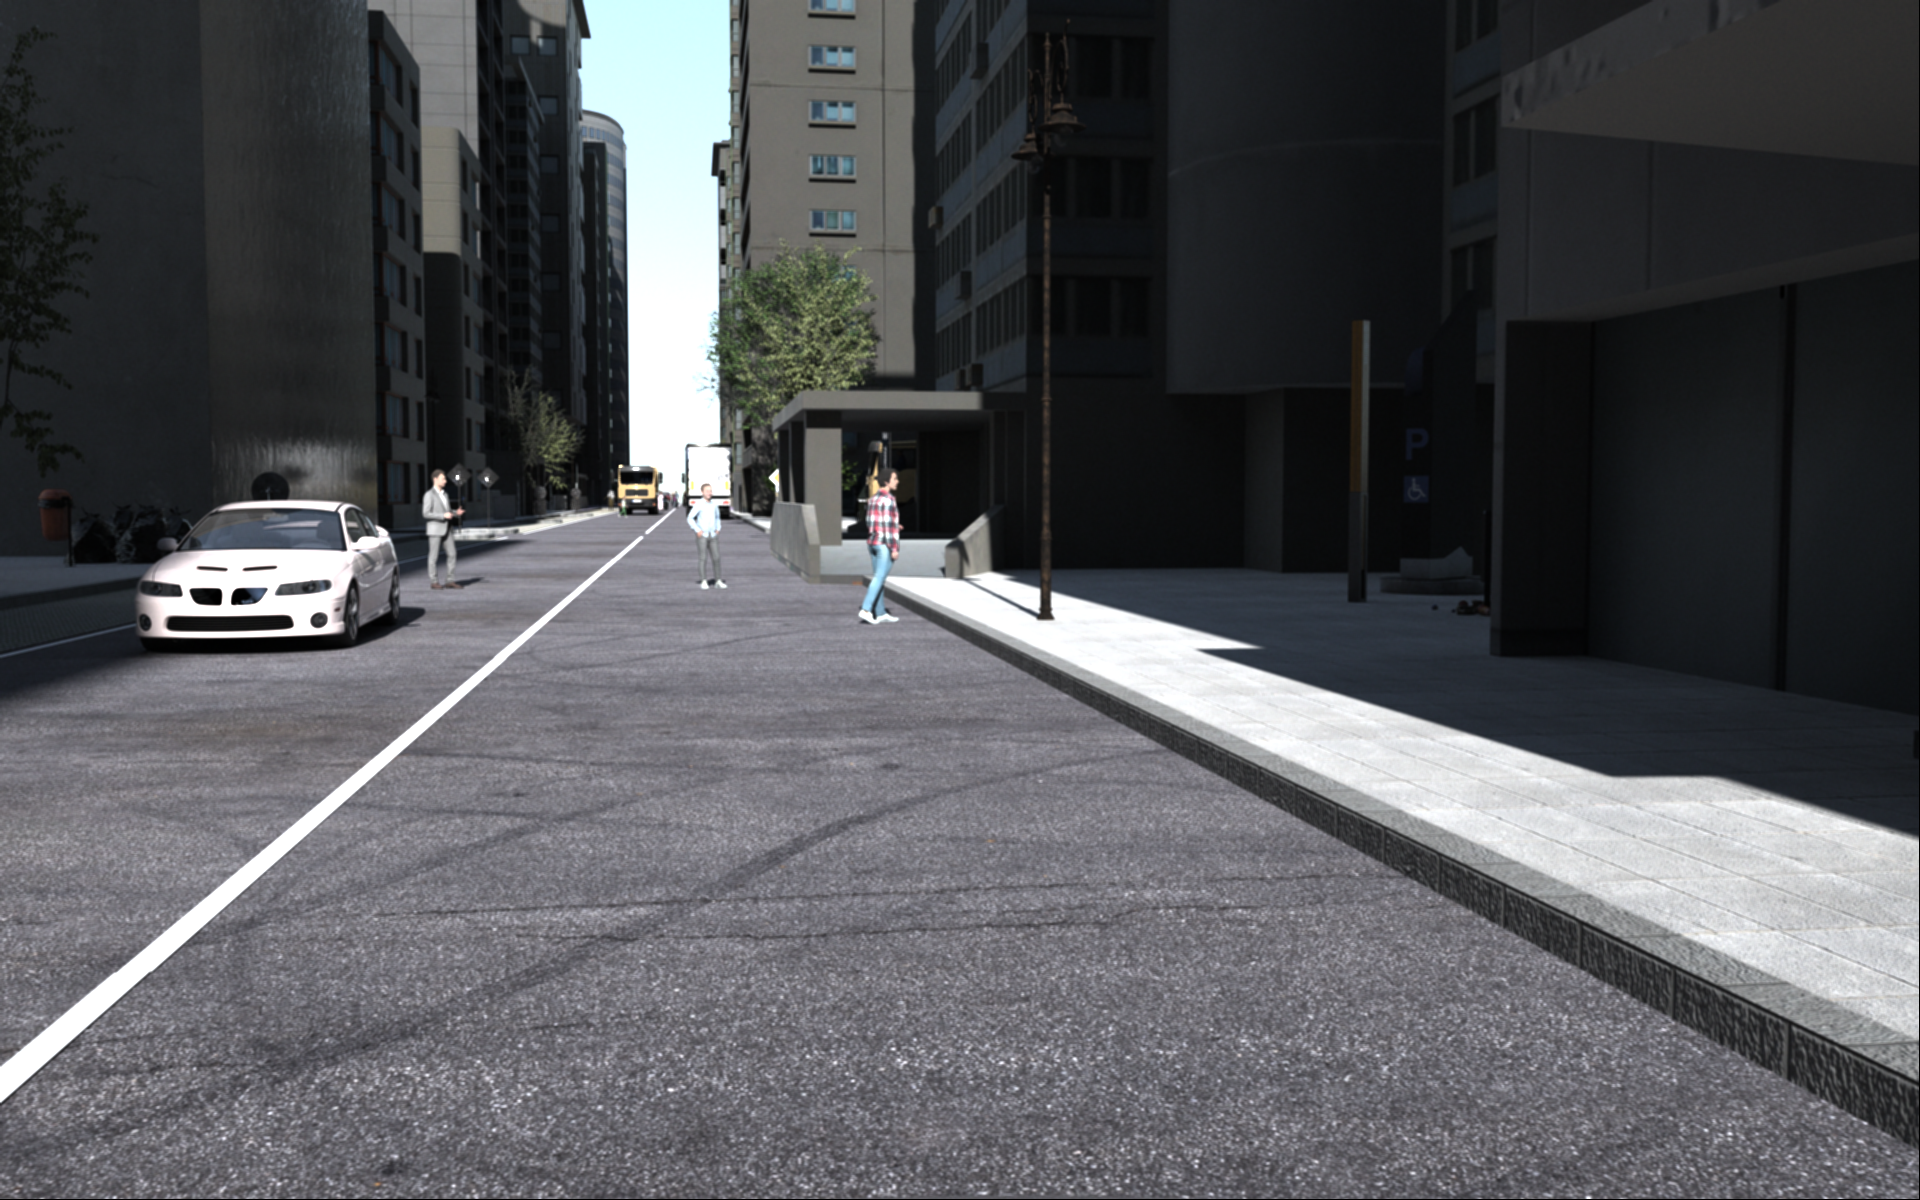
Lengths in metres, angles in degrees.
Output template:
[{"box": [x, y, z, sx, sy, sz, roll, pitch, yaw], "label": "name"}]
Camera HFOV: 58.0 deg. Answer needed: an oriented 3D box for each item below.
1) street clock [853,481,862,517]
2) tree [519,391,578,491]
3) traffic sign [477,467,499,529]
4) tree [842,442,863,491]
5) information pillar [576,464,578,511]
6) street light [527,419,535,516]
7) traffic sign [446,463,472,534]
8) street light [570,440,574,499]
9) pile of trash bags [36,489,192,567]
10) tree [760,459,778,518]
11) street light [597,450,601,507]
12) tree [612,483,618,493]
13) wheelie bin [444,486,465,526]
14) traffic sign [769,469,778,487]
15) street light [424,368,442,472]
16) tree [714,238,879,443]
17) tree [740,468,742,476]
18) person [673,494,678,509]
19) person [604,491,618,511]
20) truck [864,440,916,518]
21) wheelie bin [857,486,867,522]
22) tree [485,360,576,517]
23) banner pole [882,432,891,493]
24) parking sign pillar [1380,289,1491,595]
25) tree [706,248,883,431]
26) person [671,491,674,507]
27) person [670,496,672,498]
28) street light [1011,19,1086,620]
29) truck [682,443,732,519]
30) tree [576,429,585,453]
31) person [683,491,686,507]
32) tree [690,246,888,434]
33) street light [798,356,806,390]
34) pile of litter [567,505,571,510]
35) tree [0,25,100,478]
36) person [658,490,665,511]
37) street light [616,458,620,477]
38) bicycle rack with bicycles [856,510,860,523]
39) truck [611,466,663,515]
[{"box": [-5.634, -5.522, 94.858, 0.471, 2.002, 0.358, -3, 5, -43], "label": "street clock"}, {"box": [-29.381, -10.516, 122.294, 4.737, 8.622, 4.395, 0, 3, 0], "label": "tree"}, {"box": [-17.236, -3.649, 63.309, 0.795, 2.450, 0.064, -1, 4, -9], "label": "traffic sign"}, {"box": [-4.036, -3.646, 54.217, 1.663, 3.219, 1.824, 0, 3, 0], "label": "tree"}, {"box": [-29.544, -8.694, 133.503, 0.183, 3.616, 0.504, -1, 4, -10], "label": "information pillar"}, {"box": [-25.540, -7.985, 103.347, 0.468, 5.910, 1.993, -1, 4, -9], "label": "street light"}, {"box": [-16.016, -3.167, 55.417, 0.795, 2.450, 0.064, -1, 4, -9], "label": "traffic sign"}, {"box": [-31.048, -10.155, 138.819, 0.468, 5.910, 1.993, -1, 4, -9], "label": "street light"}, {"box": [-15.712, -1.363, 32.045, 1.912, 1.369, 3.447, 1, 4, 11], "label": "pile of trash bags"}, {"box": [-9.990, -6.119, 94.653, 1.663, 3.219, 1.824, 0, 3, 0], "label": "tree"}, {"box": [-37.096, -12.569, 178.291, 0.468, 5.910, 1.993, -1, 4, -9], "label": "street light"}, {"box": [-43.071, -13.366, 213.136, 1.663, 3.219, 1.824, 0, 3, 0], "label": "tree"}, {"box": [-20.267, -3.742, 69.097, 0.980, 1.594, 0.693, -2, 4, -25], "label": "wheelie bin"}, {"box": [-6.763, -3.747, 64.901, 0.795, 2.450, 0.064, -1, 4, -9], "label": "traffic sign"}, {"box": [-19.307, -5.554, 63.595, 0.468, 5.910, 1.993, -1, 4, -9], "label": "street light"}, {"box": [-4.088, -6.035, 49.040, 4.737, 8.622, 4.395, 0, 3, 0], "label": "tree"}, {"box": [-14.041, -8.515, 122.927, 4.285, 4.588, 4.351, 0, 3, 0], "label": "tree"}, {"box": [-28.126, -9.745, 171.052, 0.599, 1.433, 0.991, -3, 4, -36], "label": "person"}, {"box": [-30.096, -8.572, 149.383, 1.217, 1.736, 0.721, 0, 4, -6], "label": "person"}, {"box": [0.638, -4.074, 62.527, 9.791, 3.379, 3.469, 0, 4, -7], "label": "truck"}, {"box": [-3.580, -3.660, 67.744, 0.693, 1.594, 0.980, -3, 5, -41], "label": "wheelie bin"}, {"box": [-24.364, -8.926, 96.307, 4.360, 8.622, 3.978, 0, 3, 0], "label": "tree"}, {"box": [-2.300, -3.963, 54.815, 0.401, 3.779, 0.863, 1, 4, 22], "label": "banner pole"}, {"box": [6.230, -2.083, 22.526, 1.447, 3.967, 1.447, 3, 5, 40], "label": "parking sign pillar"}, {"box": [-6.897, -8.969, 72.394, 9.928, 11.665, 9.643, 0, 3, 0], "label": "tree"}, {"box": [-32.168, -11.371, 194.950, 0.750, 1.759, 0.617, 2, 4, 32], "label": "person"}, {"box": [-46.389, -16.415, 280.137, 1.065, 1.426, 0.557, -1, 4, -12], "label": "person"}, {"box": [0.875, -2.736, 17.527, 0.468, 5.910, 1.993, -1, 4, -9], "label": "street light"}, {"box": [-14.774, -6.866, 101.174, 2.839, 4.237, 11.283, -1, 4, -10], "label": "truck"}, {"box": [-30.096, -10.867, 128.040, 4.360, 8.622, 3.978, 0, 3, 0], "label": "tree"}, {"box": [-30.401, -11.181, 191.830, 0.721, 1.766, 1.217, 0, 4, 2], "label": "person"}, {"box": [-8.475, -10.744, 86.040, 12.009, 13.543, 11.850, 0, 3, 0], "label": "tree"}, {"box": [-5.040, -5.130, 56.663, 0.468, 5.910, 1.993, -1, 4, -9], "label": "street light"}, {"box": [-31.468, -7.533, 137.127, 1.719, 0.858, 1.176, -1, 4, -16], "label": "pile of litter"}, {"box": [-14.447, -4.573, 25.130, 4.737, 8.622, 4.395, 0, 3, 0], "label": "tree"}, {"box": [-25.800, -8.565, 149.209, 0.621, 1.740, 0.551, 1, 4, 22], "label": "person"}, {"box": [-43.764, -15.212, 221.506, 0.468, 5.910, 1.993, -1, 4, -9], "label": "street light"}, {"box": [-3.188, -3.591, 72.103, 2.925, 0.926, 2.852, -3, 5, -44], "label": "bicycle rack with bicycles"}, {"box": [-22.332, -7.610, 120.352, 3.469, 3.379, 9.791, -1, 4, -9], "label": "truck"}]
